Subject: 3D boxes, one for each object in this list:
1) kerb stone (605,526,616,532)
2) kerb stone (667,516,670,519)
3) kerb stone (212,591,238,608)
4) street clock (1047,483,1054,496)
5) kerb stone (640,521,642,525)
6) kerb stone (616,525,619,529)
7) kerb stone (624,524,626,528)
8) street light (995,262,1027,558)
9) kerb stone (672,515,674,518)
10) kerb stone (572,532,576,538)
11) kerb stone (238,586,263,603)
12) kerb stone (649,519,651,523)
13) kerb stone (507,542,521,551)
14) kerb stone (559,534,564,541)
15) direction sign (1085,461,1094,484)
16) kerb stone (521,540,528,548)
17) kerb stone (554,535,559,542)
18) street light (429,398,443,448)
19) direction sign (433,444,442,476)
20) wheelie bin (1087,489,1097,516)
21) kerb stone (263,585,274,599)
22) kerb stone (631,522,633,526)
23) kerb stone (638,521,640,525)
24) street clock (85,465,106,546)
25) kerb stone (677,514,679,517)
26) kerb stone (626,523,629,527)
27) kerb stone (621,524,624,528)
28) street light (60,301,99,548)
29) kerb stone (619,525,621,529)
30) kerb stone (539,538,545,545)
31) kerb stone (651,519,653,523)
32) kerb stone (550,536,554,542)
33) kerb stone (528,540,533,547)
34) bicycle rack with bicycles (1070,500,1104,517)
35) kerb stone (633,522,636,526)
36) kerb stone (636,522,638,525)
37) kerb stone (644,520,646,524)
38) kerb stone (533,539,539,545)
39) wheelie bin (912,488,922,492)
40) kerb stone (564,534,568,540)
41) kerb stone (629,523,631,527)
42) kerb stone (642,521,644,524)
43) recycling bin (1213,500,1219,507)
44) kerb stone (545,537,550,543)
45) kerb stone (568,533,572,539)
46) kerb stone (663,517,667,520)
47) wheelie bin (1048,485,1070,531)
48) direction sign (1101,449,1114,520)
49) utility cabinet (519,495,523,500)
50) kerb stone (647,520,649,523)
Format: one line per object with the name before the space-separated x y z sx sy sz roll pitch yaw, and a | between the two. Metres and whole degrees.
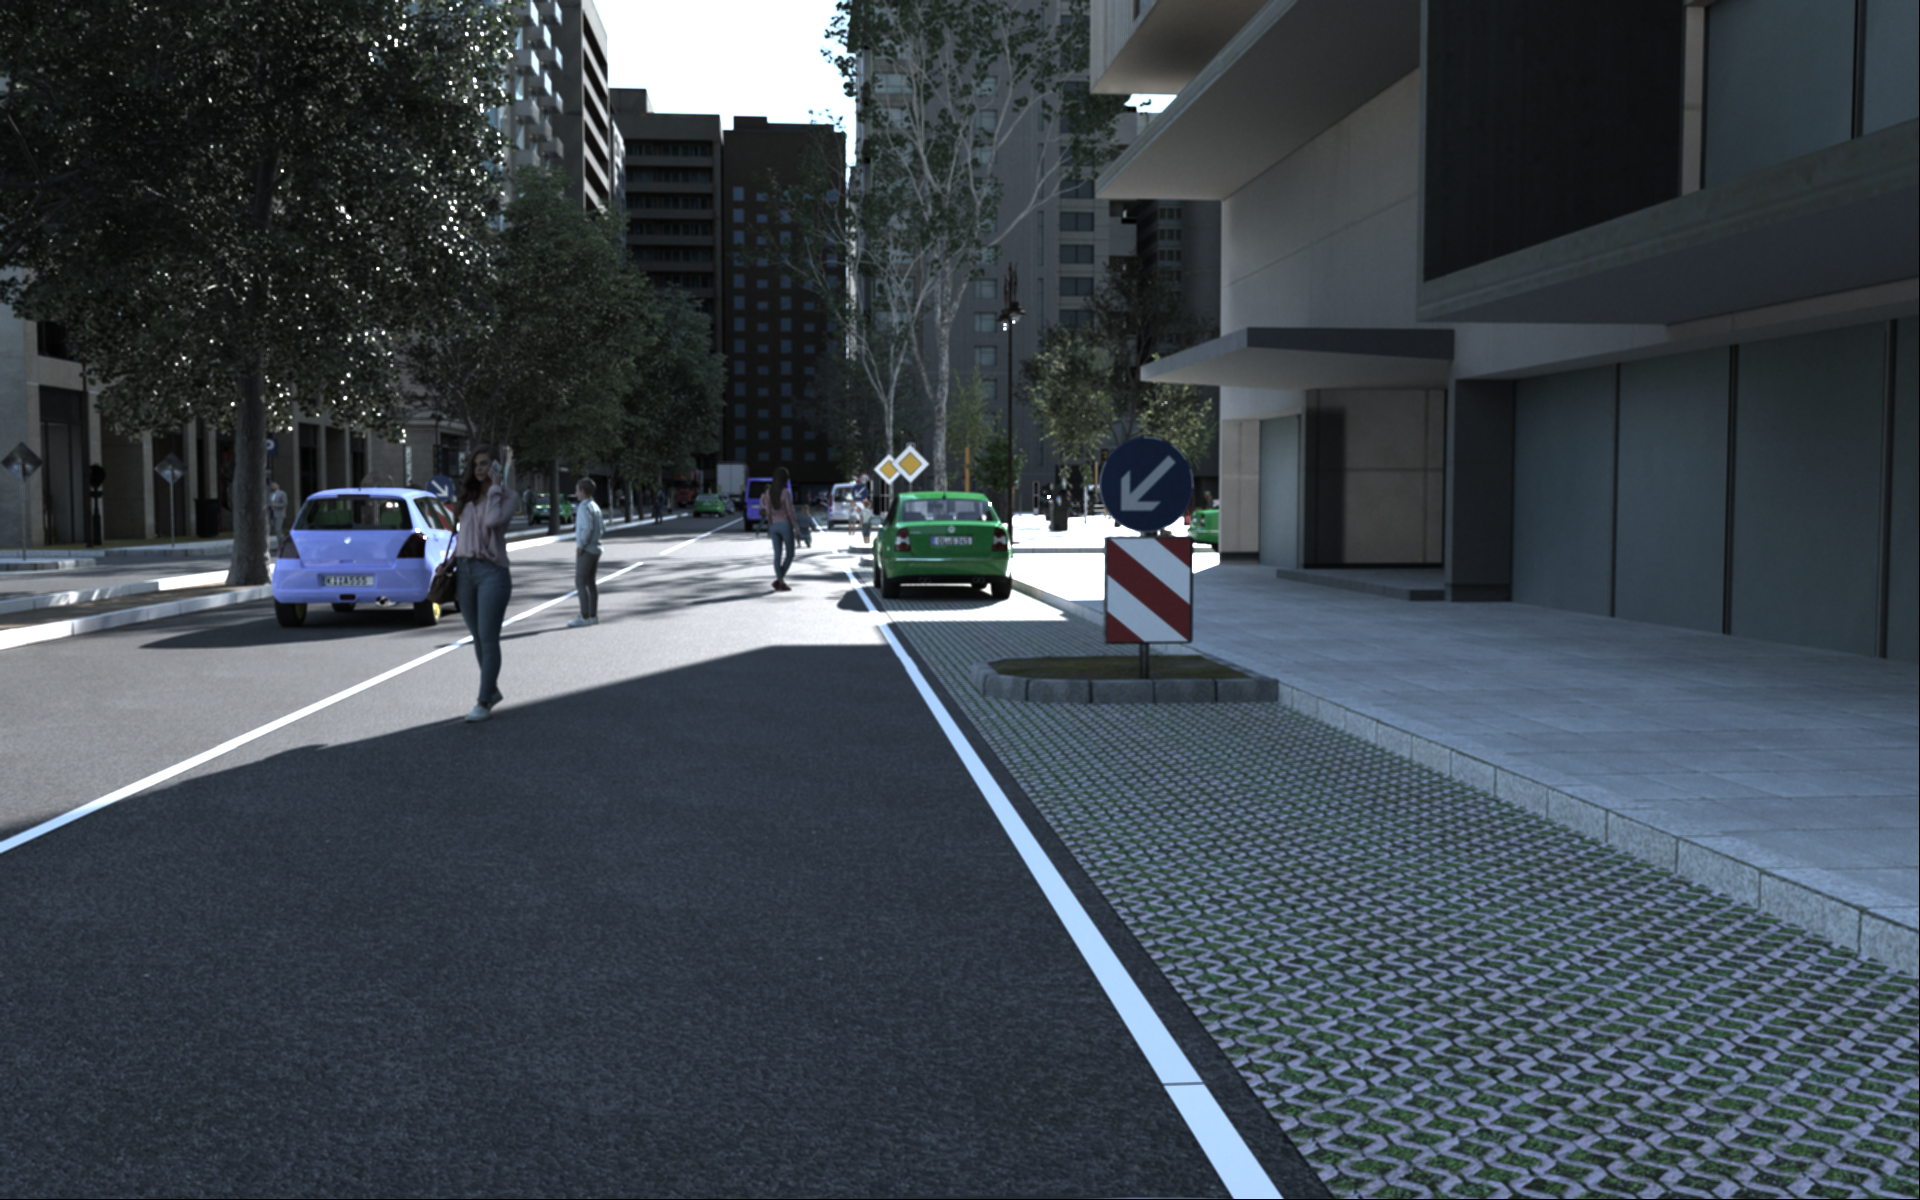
kerb stone | -13.828 -2.838 68.591 0.120 0.150 1.000 0 4 -5
kerb stone | -16.523 -4.584 97.183 0.120 0.150 1.000 0 4 -5
kerb stone | -9.461 0.012 22.080 0.120 0.150 1.000 0 4 -5
street clock | 5.983 -6.746 114.863 0.358 2.002 0.471 3 4 36
kerb stone | -14.898 -3.518 79.810 0.120 0.150 1.000 0 4 -5
kerb stone | -13.938 -2.900 69.614 0.120 0.150 1.000 0 4 -5
kerb stone | -14.224 -3.085 72.673 0.120 0.150 1.000 0 4 -5
street light | 1.006 -3.785 34.677 0.468 5.910 1.993 0 4 -5
kerb stone | -16.814 -4.773 100.241 0.120 0.150 1.000 0 4 -5
kerb stone | -12.679 -2.085 56.331 0.120 0.150 1.000 0 4 -5
kerb stone | -9.555 -0.053 23.107 0.120 0.150 1.000 0 4 -5
kerb stone | -15.375 -3.835 84.909 0.120 0.150 1.000 0 4 -5
kerb stone | -11.631 -1.402 45.119 0.120 0.150 1.000 0 4 -5
kerb stone | -12.394 -1.900 53.266 0.120 0.150 1.000 0 4 -5
direction sign | 8.787 -7.682 117.597 0.379 3.537 0.876 -3 4 -38
kerb stone | -11.724 -1.463 46.137 0.120 0.150 1.000 0 4 -5
kerb stone | -12.299 -1.838 52.249 0.120 0.150 1.000 0 4 -5
street light | -24.538 -6.637 81.307 0.468 5.910 1.993 0 4 -5
direction sign | -23.955 -5.350 79.466 0.379 3.537 0.876 0 4 5
wheelie bin | 7.724 -5.770 102.254 0.693 1.594 0.980 0 4 8
kerb stone | -9.649 -0.118 24.127 0.120 0.150 1.000 0 4 -5
kerb stone | -14.507 -3.275 75.735 0.120 0.150 1.000 0 4 -5
kerb stone | -14.797 -3.462 78.793 0.120 0.150 1.000 0 4 -5
street clock | -21.528 -2.361 43.166 0.471 2.002 0.358 -2 4 -24
kerb stone | -17.199 -5.022 104.315 0.120 0.150 1.000 0 4 -5
kerb stone | -14.320 -3.150 73.691 0.120 0.150 1.000 0 4 -5
kerb stone | -14.124 -3.025 71.652 0.120 0.150 1.000 0 4 -5
street light | -20.816 -4.187 41.244 0.468 5.910 1.993 0 4 -5
kerb stone | -14.023 -2.955 70.635 0.120 0.150 1.000 0 4 -5
kerb stone | -12.001 -1.651 49.191 0.120 0.150 1.000 0 4 -5
kerb stone | -15.466 -3.892 85.942 0.120 0.150 1.000 0 4 -5
kerb stone | -12.203 -1.776 51.231 0.120 0.150 1.000 0 4 -5
kerb stone | -11.822 -1.527 47.155 0.120 0.150 1.000 0 4 -5
bicycle rack with bicycles | 6.984 -5.250 99.225 2.852 0.926 2.925 2 4 28
kerb stone | -14.598 -3.337 76.754 0.120 0.150 1.000 0 4 -5
kerb stone | -14.697 -3.397 77.773 0.120 0.150 1.000 0 4 -5
kerb stone | -15.079 -3.646 81.851 0.120 0.150 1.000 0 4 -5
kerb stone | -11.924 -1.589 48.172 0.120 0.150 1.000 0 4 -5
wheelie bin | -2.282 -5.043 90.359 0.693 1.594 0.980 -3 5 -42
kerb stone | -12.493 -1.963 54.284 0.120 0.150 1.000 0 4 -5
kerb stone | -14.407 -3.212 74.712 0.120 0.150 1.000 0 4 -5
kerb stone | -14.991 -3.586 80.831 0.120 0.150 1.000 0 4 -5
recycling bin | 11.445 -4.018 78.242 0.722 1.027 0.722 -1 4 -11
kerb stone | -12.106 -1.711 50.208 0.120 0.150 1.000 0 4 -5
kerb stone | -12.587 -2.024 55.302 0.120 0.150 1.000 0 4 -5
kerb stone | -16.339 -4.455 95.137 0.120 0.150 1.000 0 4 -5
wheelie bin | 3.451 -3.194 60.125 0.693 1.594 0.980 -1 4 -14
direction sign | 7.499 -5.797 86.781 0.876 3.537 0.379 1 4 12
utility cabinet | -28.702 -6.439 113.950 0.318 1.500 1.173 0 4 -2
kerb stone | -15.274 -3.773 83.892 0.120 0.150 1.000 0 4 -5
